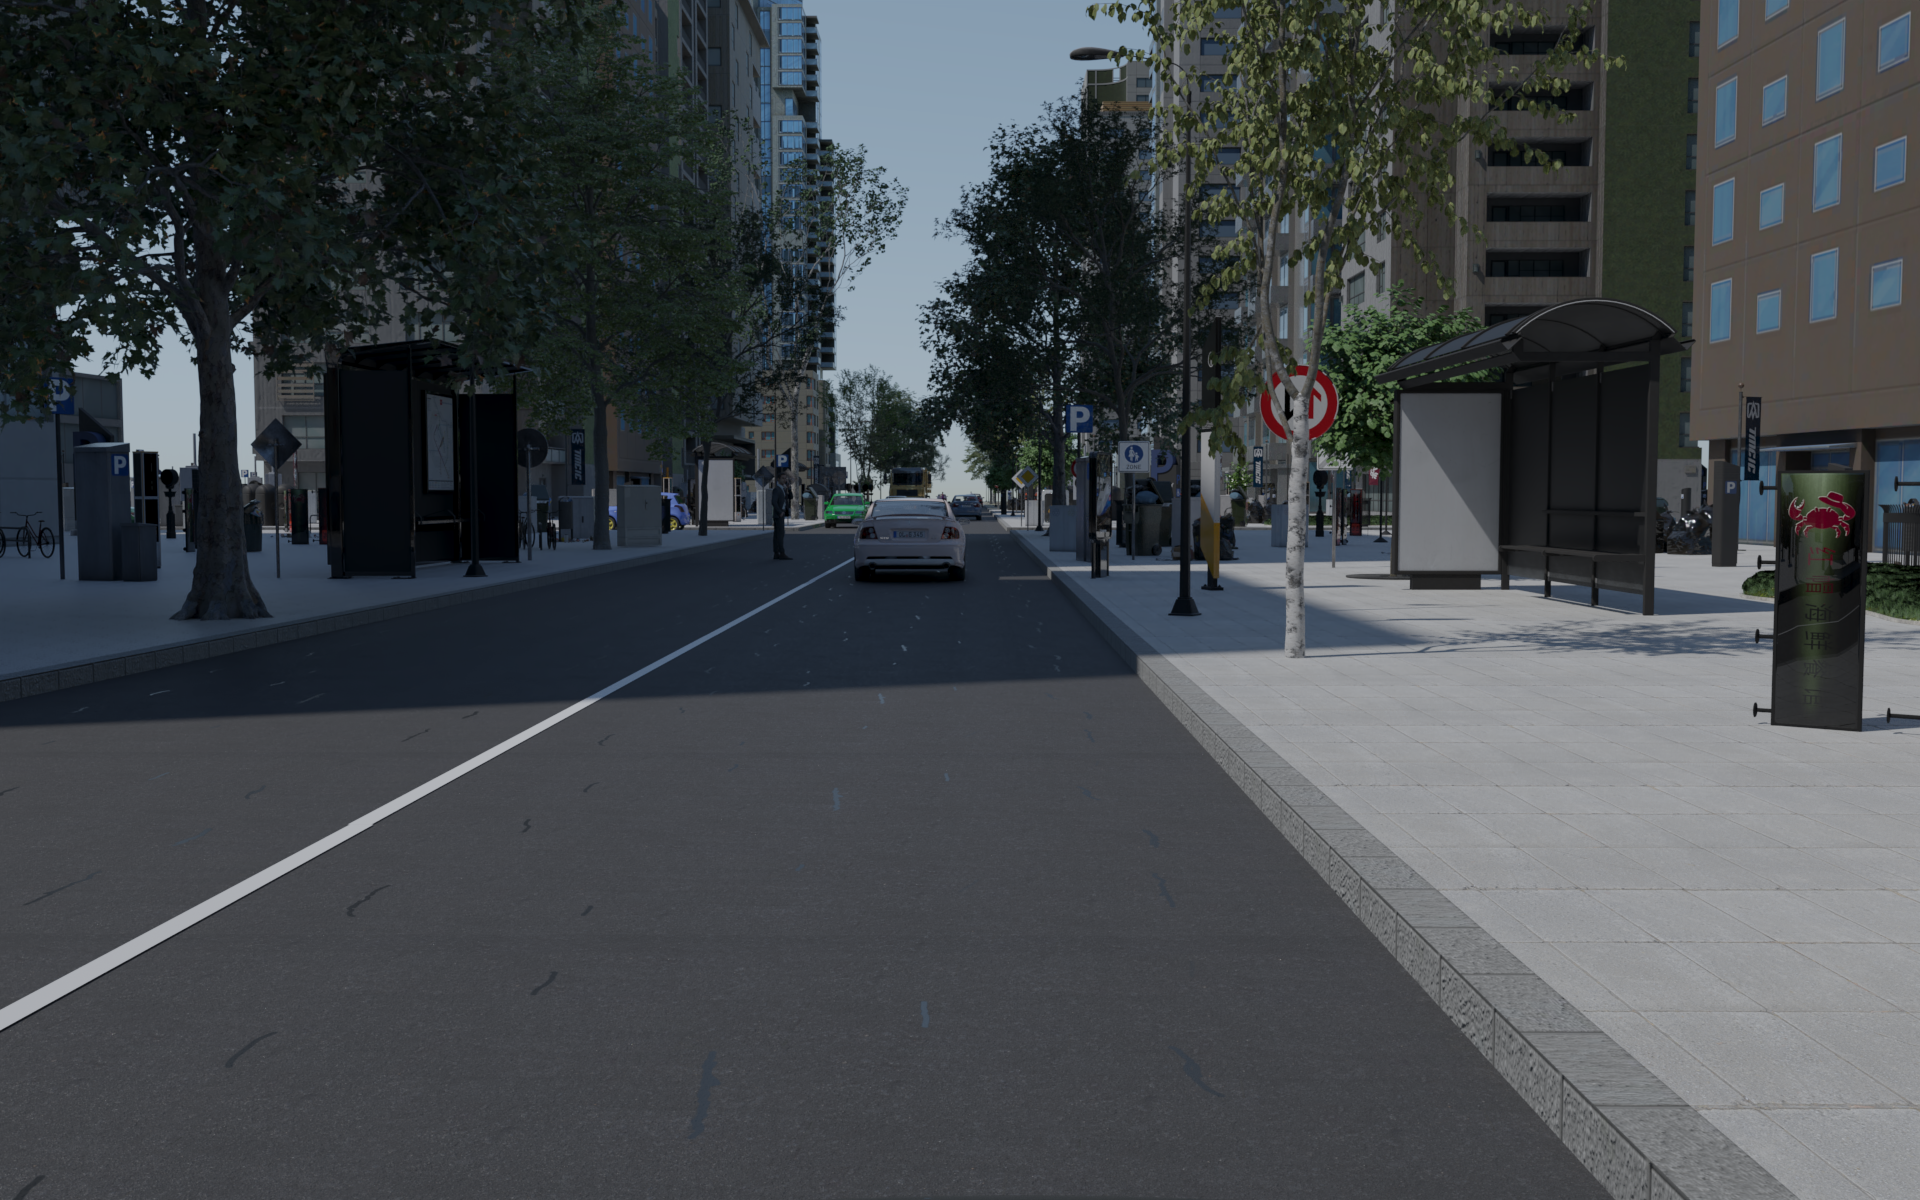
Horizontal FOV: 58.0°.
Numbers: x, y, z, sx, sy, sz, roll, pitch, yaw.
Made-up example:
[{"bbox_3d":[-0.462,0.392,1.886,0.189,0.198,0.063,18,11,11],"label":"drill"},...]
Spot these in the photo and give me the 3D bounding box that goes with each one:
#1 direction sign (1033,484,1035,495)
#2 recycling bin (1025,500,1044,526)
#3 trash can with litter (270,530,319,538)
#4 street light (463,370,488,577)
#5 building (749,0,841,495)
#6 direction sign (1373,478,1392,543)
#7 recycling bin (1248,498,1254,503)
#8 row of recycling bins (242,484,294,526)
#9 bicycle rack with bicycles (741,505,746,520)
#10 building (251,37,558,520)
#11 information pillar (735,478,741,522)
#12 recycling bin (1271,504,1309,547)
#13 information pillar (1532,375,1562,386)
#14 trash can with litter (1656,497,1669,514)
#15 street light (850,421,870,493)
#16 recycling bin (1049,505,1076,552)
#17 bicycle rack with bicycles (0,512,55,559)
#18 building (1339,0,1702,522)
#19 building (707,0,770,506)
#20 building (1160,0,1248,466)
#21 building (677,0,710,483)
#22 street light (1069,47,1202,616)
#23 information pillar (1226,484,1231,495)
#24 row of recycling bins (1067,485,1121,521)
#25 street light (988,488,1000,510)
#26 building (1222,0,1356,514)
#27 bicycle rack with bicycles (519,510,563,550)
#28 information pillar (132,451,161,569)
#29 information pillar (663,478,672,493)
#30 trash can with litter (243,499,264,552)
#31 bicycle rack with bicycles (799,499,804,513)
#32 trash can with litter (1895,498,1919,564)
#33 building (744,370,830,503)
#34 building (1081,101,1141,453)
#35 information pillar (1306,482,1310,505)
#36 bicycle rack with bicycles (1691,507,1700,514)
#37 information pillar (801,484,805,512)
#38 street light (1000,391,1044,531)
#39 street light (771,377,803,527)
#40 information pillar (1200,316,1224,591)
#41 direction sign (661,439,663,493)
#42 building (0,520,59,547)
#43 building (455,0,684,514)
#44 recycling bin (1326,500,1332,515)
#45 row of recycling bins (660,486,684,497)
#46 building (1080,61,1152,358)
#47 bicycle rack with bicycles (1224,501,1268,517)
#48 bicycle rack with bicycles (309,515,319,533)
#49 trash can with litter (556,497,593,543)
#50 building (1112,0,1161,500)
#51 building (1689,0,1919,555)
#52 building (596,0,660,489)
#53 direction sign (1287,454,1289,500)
[{"bbox_3d":[4.532,-6.979,106.105,0.876,3.537,0.379,-2,4,-33],"label":"direction sign"},{"bbox_3d":[2.988,-3.467,69.241,0.722,1.027,0.722,0,4,7],"label":"recycling bin"},{"bbox_3d":[-19.685,-2.484,51.672,1.678,1.210,2.233,-1,4,-21],"label":"trash can with litter"},{"bbox_3d":[-6.977,-3.312,26.684,1.470,5.913,1.316,0,4,0],"label":"street light"},{"bbox_3d":[-30.508,-59.447,284.636,22.319,86.520,31.000,0,4,0],"label":"building"},{"bbox_3d":[11.166,-3.295,45.870,0.876,3.537,0.379,-3,4,-38],"label":"direction sign"},{"bbox_3d":[19.251,-6.311,115.731,0.722,1.027,0.722,1,4,15],"label":"recycling bin"},{"bbox_3d":[-28.111,-3.833,69.775,3.534,1.692,1.069,2,4,30],"label":"row of recycling bins"},{"bbox_3d":[-10.027,-4.335,84.267,2.852,0.926,2.925,0,4,5],"label":"bicycle rack with bicycles"},{"bbox_3d":[-26.974,-24.793,88.953,14.154,41.232,14.086,0,4,0],"label":"building"},{"bbox_3d":[-10.230,-4.578,79.346,0.304,2.012,0.304,-3,4,-38],"label":"information pillar"},{"bbox_3d":[8.005,-1.803,42.037,0.722,1.027,0.722,-1,4,-8],"label":"recycling bin"},{"bbox_3d":[9.928,-2.323,29.328,0.504,3.616,0.183,1,4,18],"label":"information pillar"},{"bbox_3d":[23.901,-2.904,58.871,0.624,1.170,1.055,0,4,4],"label":"trash can with litter"},{"bbox_3d":[-6.366,-8.376,109.489,1.470,5.913,1.316,0,4,0],"label":"street light"},{"bbox_3d":[2.459,-1.610,38.880,0.722,1.027,0.722,2,4,24],"label":"recycling bin"},{"bbox_3d":[-19.787,-1.297,34.586,2.925,0.926,2.852,3,5,43],"label":"bicycle rack with bicycles"},{"bbox_3d":[27.287,-19.217,85.908,14.107,30.474,14.160,0,4,0],"label":"building"},{"bbox_3d":[-35.082,-36.007,177.951,28.713,52.752,27.495,0,4,0],"label":"building"},{"bbox_3d":[28.876,-37.722,158.755,21.231,58.520,28.212,0,4,0],"label":"building"},{"bbox_3d":[-30.919,-43.716,153.001,20.563,71.187,20.611,0,4,0],"label":"building"},{"bbox_3d":[1.839,-2.791,18.171,1.470,5.913,1.316,0,4,0],"label":"street light"},{"bbox_3d":[18.254,-6.914,117.529,0.304,2.012,0.304,-2,4,-28],"label":"information pillar"},{"bbox_3d":[6.331,-4.647,83.097,3.534,1.692,1.069,-3,4,-37],"label":"row of recycling bins"},{"bbox_3d":[2.548,-7.848,100.853,1.470,5.913,1.316,0,4,0],"label":"street light"},{"bbox_3d":[31.875,-30.777,122.815,23.786,49.044,30.456,0,4,0],"label":"building"},{"bbox_3d":[-10.539,-1.646,40.300,2.852,0.926,2.925,-1,4,-13],"label":"bicycle rack with bicycles"},{"bbox_3d":[-13.970,-1.545,29.757,0.304,2.012,0.304,2,4,35],"label":"information pillar"},{"bbox_3d":[-13.027,-4.450,77.256,0.304,2.012,0.304,1,4,18],"label":"information pillar"},{"bbox_3d":[-15.923,-1.641,38.212,1.055,1.170,0.624,-1,4,-10],"label":"trash can with litter"},{"bbox_3d":[-11.198,-7.781,140.599,2.852,0.926,2.925,2,4,26],"label":"bicycle rack with bicycles"},{"bbox_3d":[15.892,-1.090,28.883,1.678,1.210,2.233,1,4,15],"label":"trash can with litter"},{"bbox_3d":[-34.230,-25.173,256.620,27.650,21.520,28.899,0,4,0],"label":"building"},{"bbox_3d":[29.187,-44.315,266.556,21.231,58.520,28.212,0,4,0],"label":"building"},{"bbox_3d":[21.145,-6.196,105.799,0.304,2.012,0.304,-1,4,-19],"label":"information pillar"},{"bbox_3d":[31.556,-3.495,70.518,2.852,0.926,2.925,-1,4,-21],"label":"bicycle rack with bicycles"},{"bbox_3d":[-10.995,-7.157,121.502,0.304,2.012,0.304,0,4,-2],"label":"information pillar"},{"bbox_3d":[2.201,-5.325,59.611,1.470,5.913,1.316,0,4,0],"label":"street light"},{"bbox_3d":[-6.710,-5.840,68.027,1.470,5.913,1.316,0,4,0],"label":"street light"},{"bbox_3d":[3.354,-1.944,23.135,0.183,3.616,0.504,-1,4,-14],"label":"information pillar"},{"bbox_3d":[-12.072,-4.783,70.195,0.379,3.537,0.876,-1,4,-15],"label":"direction sign"},{"bbox_3d":[-35.391,-27.081,32.006,27.495,52.752,28.713,0,4,0],"label":"building"},{"bbox_3d":[-29.584,-27.497,133.177,14.154,41.232,14.086,0,4,0],"label":"building"},{"bbox_3d":[17.365,-4.140,80.247,0.722,1.027,0.722,0,4,6],"label":"recycling bin"},{"bbox_3d":[-16.211,-5.103,90.541,3.534,1.692,1.069,0,4,-5],"label":"row of recycling bins"},{"bbox_3d":[28.828,-52.162,291.104,20.563,71.187,20.611,0,4,0],"label":"building"},{"bbox_3d":[14.135,-4.356,84.608,2.925,0.926,2.852,3,5,40],"label":"bicycle rack with bicycles"},{"bbox_3d":[-19.874,-2.637,56.503,2.925,0.926,2.852,3,4,38],"label":"bicycle rack with bicycles"},{"bbox_3d":[-10.305,-2.183,46.754,1.678,1.210,2.233,2,4,27],"label":"trash can with litter"},{"bbox_3d":[29.151,-53.533,187.928,22.319,86.520,31.000,0,4,0],"label":"building"},{"bbox_3d":[26.321,-23.717,37.885,14.600,45.320,14.200,0,4,0],"label":"building"},{"bbox_3d":[-27.610,-28.185,110.935,14.600,45.320,14.200,0,4,0],"label":"building"},{"bbox_3d":[18.525,-6.477,97.900,0.379,3.537,0.876,1,4,13],"label":"direction sign"}]
